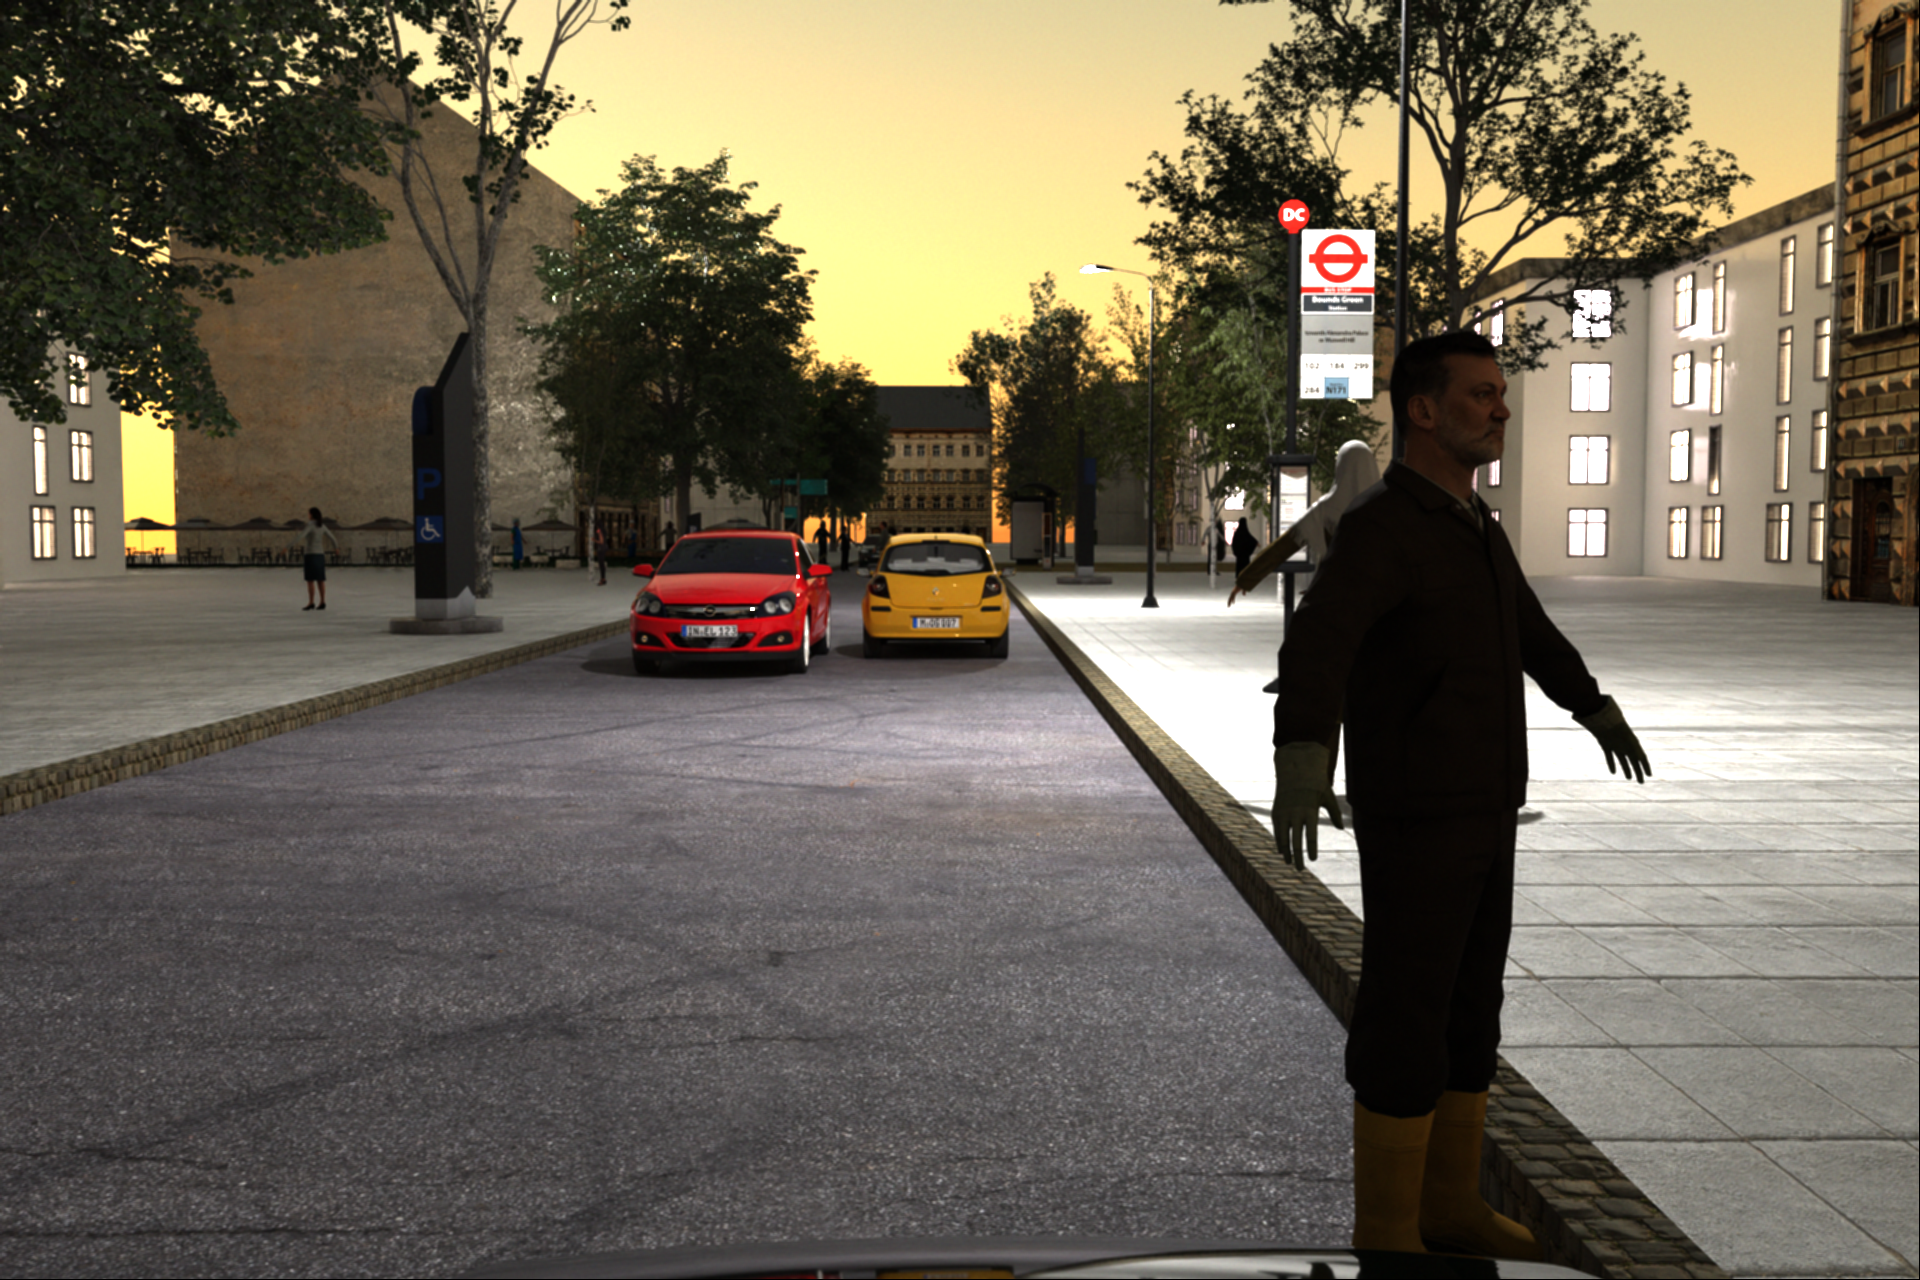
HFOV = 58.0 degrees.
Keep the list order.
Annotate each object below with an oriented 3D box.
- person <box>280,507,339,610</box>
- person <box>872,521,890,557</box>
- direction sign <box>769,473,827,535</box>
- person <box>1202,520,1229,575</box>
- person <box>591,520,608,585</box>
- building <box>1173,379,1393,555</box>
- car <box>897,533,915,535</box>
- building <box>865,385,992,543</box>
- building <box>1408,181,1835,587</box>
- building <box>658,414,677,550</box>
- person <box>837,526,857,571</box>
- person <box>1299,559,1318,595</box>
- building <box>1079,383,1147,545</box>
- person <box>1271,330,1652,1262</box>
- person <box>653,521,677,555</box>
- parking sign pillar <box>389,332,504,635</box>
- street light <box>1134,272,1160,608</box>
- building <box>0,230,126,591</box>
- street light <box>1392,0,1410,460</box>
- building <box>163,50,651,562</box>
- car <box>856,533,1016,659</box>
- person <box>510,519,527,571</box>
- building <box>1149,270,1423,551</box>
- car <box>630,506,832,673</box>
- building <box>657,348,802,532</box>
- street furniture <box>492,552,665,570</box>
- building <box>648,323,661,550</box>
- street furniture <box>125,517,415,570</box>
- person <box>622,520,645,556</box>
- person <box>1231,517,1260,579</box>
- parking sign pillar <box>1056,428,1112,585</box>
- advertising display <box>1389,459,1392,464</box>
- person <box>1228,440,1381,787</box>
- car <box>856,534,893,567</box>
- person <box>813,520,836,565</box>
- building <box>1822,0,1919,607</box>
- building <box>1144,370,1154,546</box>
[{"bbox_3d":[-10.983,-1.376,29.330,0.721,1.735,1.217,2,4,27],"label":"person"},{"bbox_3d":[-2.173,-2.451,48.805,0.705,1.796,1.348,1,4,14],"label":"person"},{"bbox_3d":[-7.034,-5.343,76.127,2.525,3.948,1.411,0,4,1],"label":"direction sign"},{"bbox_3d":[7.953,-2.945,54.301,0.704,1.810,1.344,3,5,44],"label":"person"},{"bbox_3d":[-9.040,-2.195,43.398,0.415,1.643,0.593,-3,4,-38],"label":"person"},{"bbox_3d":[19.494,-10.140,107.939,9.099,9.664,28.070,0,4,0],"label":"building"},{"bbox_3d":[-2.971,-5.493,98.856,2.155,1.783,4.494,0,4,0],"label":"car"},{"bbox_3d":[-4.729,-25.783,254.937,18.063,23.208,19.493,0,4,-2],"label":"building"},{"bbox_3d":[21.626,-6.774,52.901,9.099,9.664,28.070,0,4,0],"label":"building"},{"bbox_3d":[-25.159,-11.663,132.834,9.099,9.664,28.070,0,4,-1],"label":"building"},{"bbox_3d":[-4.353,-3.505,66.493,0.721,1.740,1.216,2,4,35],"label":"person"},{"bbox_3d":[7.384,-1.875,36.807,0.704,1.811,1.347,0,4,5],"label":"person"},{"bbox_3d":[23.910,-21.046,210.556,16.747,18.905,31.486,0,3,0],"label":"building"},{"bbox_3d":[0.938,0.324,3.301,0.704,1.812,1.346,3,5,44],"label":"person"},{"bbox_3d":[-11.588,-3.861,69.261,1.348,1.813,0.705,-1,4,-16],"label":"person"},{"bbox_3d":[-6.734,-2.087,22.601,1.447,3.967,1.447,0,4,0],"label":"parking sign pillar"},{"bbox_3d":[3.853,-3.513,29.985,1.470,5.913,1.316,0,4,0],"label":"street light"},{"bbox_3d":[-26.169,-5.933,39.160,9.099,9.664,28.070,0,4,-1],"label":"building"},{"bbox_3d":[3.404,-2.365,11.209,1.470,5.913,1.316,0,3,0],"label":"street light"},{"bbox_3d":[-26.804,-15.731,88.129,19.493,23.208,18.063,0,4,0],"label":"building"},{"bbox_3d":[-0.295,-0.682,21.370,2.015,1.641,3.980,0,4,-1],"label":"car"},{"bbox_3d":[-15.331,-3.296,60.018,0.704,1.817,1.347,0,4,5],"label":"person"},{"bbox_3d":[25.199,-18.514,133.634,19.493,23.208,18.063,0,4,0],"label":"building"},{"bbox_3d":[-2.448,-0.618,19.140,2.155,1.783,4.494,0,4,0],"label":"car"},{"bbox_3d":[-26.233,-19.232,180.892,16.747,18.905,31.486,0,4,0],"label":"building"},{"bbox_3d":[-12.716,-3.024,65.063,10.072,0.657,5.734,0,4,-6],"label":"street furniture"},{"bbox_3d":[-29.478,-16.932,107.769,19.493,23.208,18.063,0,4,-1],"label":"building"},{"bbox_3d":[-33.457,-3.731,66.038,27.439,1.986,14.083,1,4,14],"label":"street furniture"},{"bbox_3d":[-13.114,-3.884,69.368,0.705,1.847,1.347,2,4,29],"label":"person"},{"bbox_3d":[7.698,-2.441,46.704,0.721,1.737,1.214,-2,4,-26],"label":"person"},{"bbox_3d":[3.212,-3.435,44.630,1.447,3.967,1.447,0,4,0],"label":"parking sign pillar"},{"bbox_3d":[3.749,-0.567,14.485,0.123,1.923,0.974,0,4,0],"label":"advertising display"},{"bbox_3d":[1.937,-0.109,8.557,1.217,1.736,0.721,1,4,11],"label":"person"},{"bbox_3d":[-3.528,-4.068,76.302,2.009,1.686,4.222,0,3,0],"label":"car"},{"bbox_3d":[-5.680,-4.050,71.998,0.705,1.856,1.354,3,5,40],"label":"person"},{"bbox_3d":[26.083,-11.811,24.038,19.493,23.208,18.063,0,4,0],"label":"building"},{"bbox_3d":[25.569,-20.413,190.177,16.016,20.090,11.380,0,4,1],"label":"building"}]
